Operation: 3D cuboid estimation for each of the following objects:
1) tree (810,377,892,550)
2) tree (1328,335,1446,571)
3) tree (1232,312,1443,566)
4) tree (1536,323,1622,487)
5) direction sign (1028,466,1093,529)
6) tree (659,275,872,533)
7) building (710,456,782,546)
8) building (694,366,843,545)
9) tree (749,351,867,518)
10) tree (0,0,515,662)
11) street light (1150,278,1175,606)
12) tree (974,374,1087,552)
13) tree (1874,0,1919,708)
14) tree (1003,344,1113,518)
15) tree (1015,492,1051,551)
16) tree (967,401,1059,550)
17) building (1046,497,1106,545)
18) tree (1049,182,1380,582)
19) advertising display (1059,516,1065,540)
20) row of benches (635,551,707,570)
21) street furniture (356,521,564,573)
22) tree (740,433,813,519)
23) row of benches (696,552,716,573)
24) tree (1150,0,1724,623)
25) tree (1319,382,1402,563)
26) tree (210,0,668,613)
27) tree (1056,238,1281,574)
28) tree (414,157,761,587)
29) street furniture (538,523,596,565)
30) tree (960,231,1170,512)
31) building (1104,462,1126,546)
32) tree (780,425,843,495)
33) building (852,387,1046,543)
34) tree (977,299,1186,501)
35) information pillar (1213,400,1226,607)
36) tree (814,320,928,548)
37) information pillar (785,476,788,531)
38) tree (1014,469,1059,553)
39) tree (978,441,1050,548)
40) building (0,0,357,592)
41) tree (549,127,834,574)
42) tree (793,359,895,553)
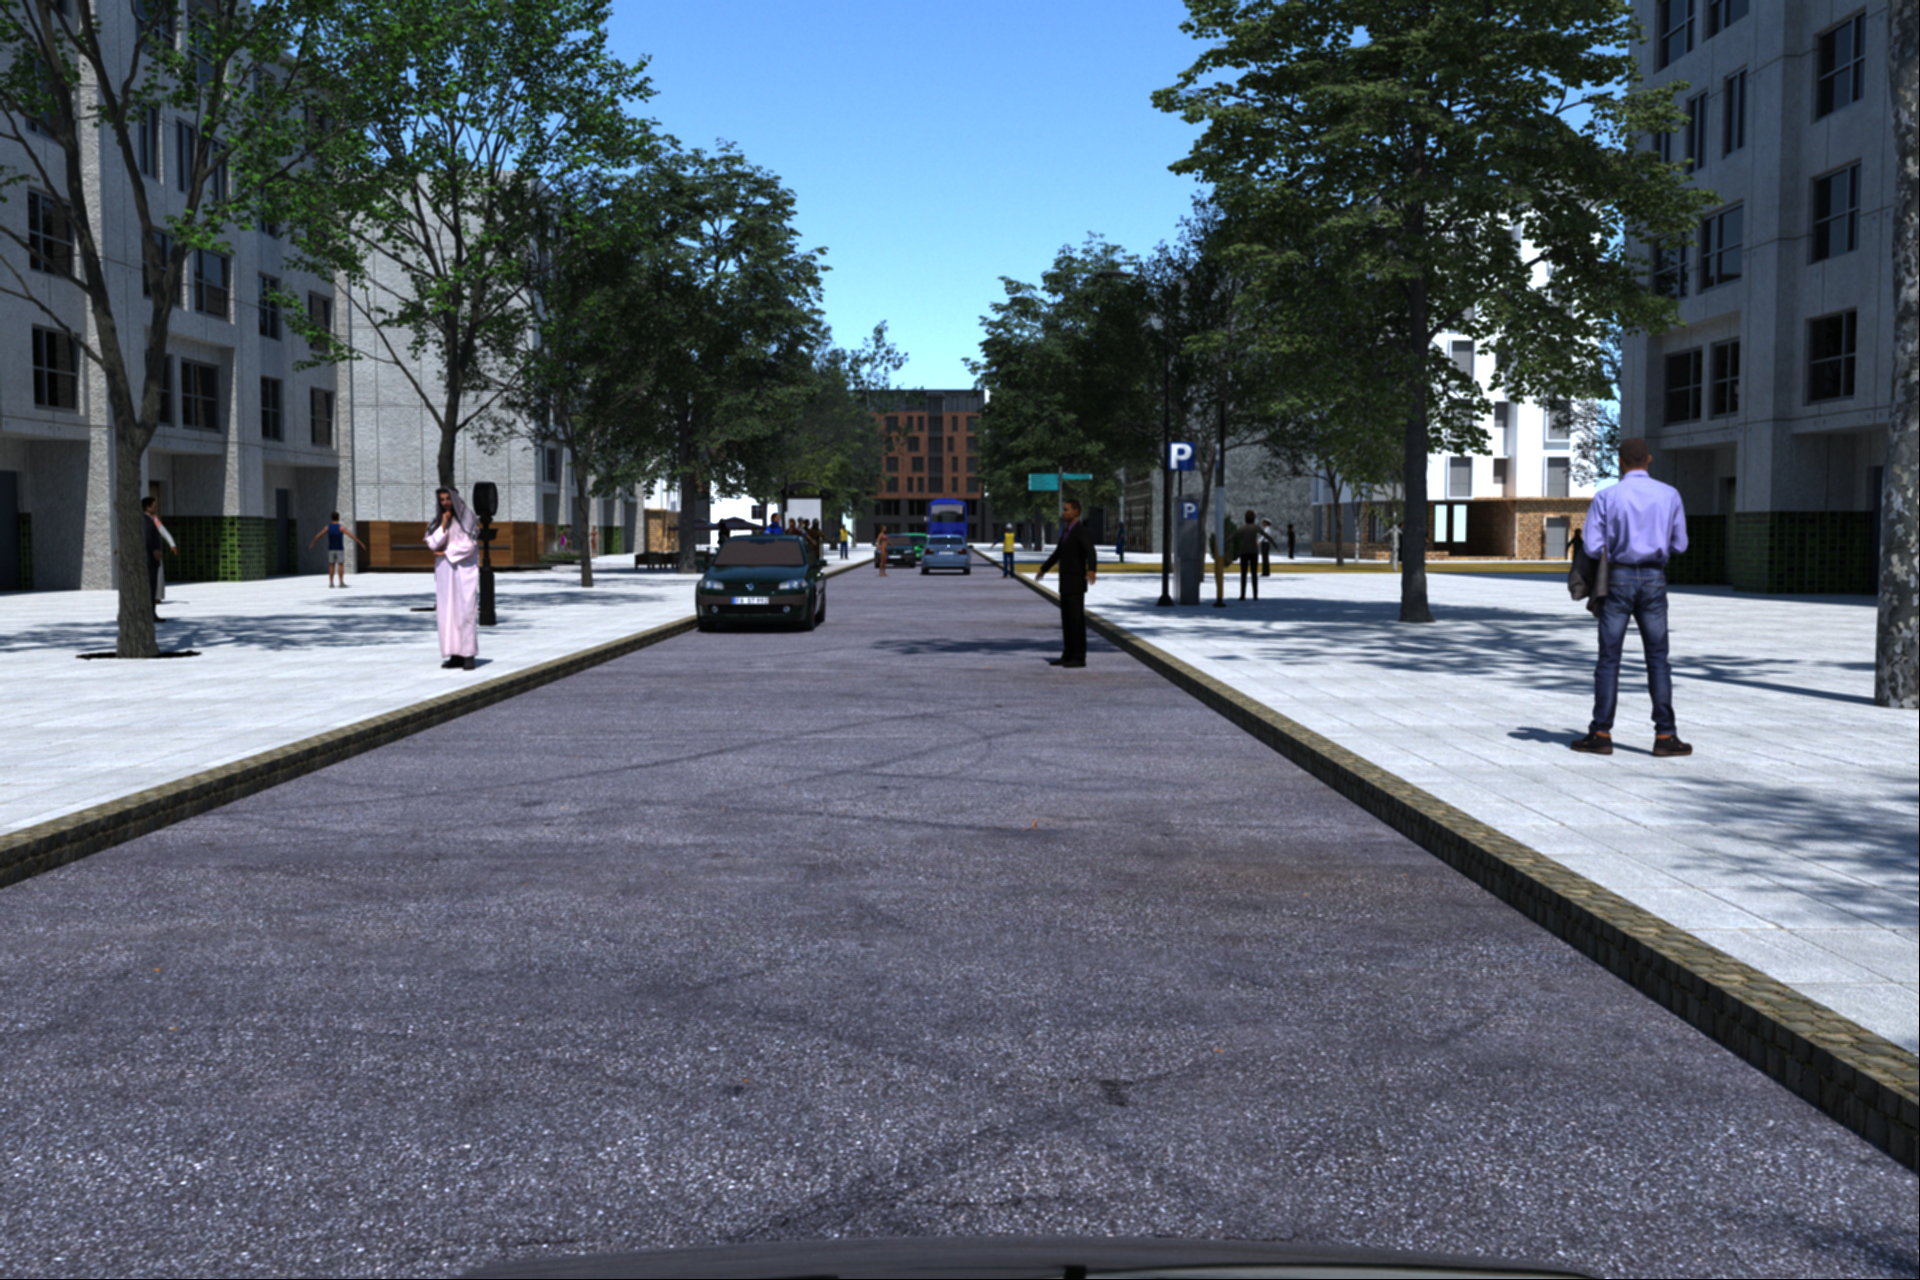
[{"bbox_3d":[-9.841,-13.997,135.506,9.857,13.997,8.962,0,3,0],"label":"tree"},{"bbox_3d":[15.484,-6.738,60.529,4.360,8.622,3.978,0,3,0],"label":"tree"},{"bbox_3d":[15.101,-8.228,68.941,8.767,10.594,7.601,-1,4,-10],"label":"tree"},{"bbox_3d":[28.243,-8.337,70.727,8.767,10.594,7.601,0,4,-6],"label":"tree"},{"bbox_3d":[3.967,-4.831,67.755,2.525,3.948,1.411,0,4,-1],"label":"direction sign"},{"bbox_3d":[-9.166,-10.388,80.219,12.009,13.543,11.850,0,3,0],"label":"tree"},{"bbox_3d":[-23.564,-15.404,193.998,9.099,9.664,28.070,0,4,0],"label":"building"},{"bbox_3d":[-29.910,-23.259,224.265,27.936,21.610,32.646,0,4,-1],"label":"building"},{"bbox_3d":[-9.640,-11.540,106.813,7.486,12.596,7.792,0,3,0],"label":"tree"},{"bbox_3d":[-8.571,-5.632,17.842,9.928,11.665,9.643,0,3,0],"label":"tree"},{"bbox_3d":[4.198,-3.555,30.660,1.470,5.913,1.316,0,3,0],"label":"street light"},{"bbox_3d":[5.720,-13.400,125.738,9.857,13.997,8.962,0,3,0],"label":"tree"},{"bbox_3d":[6.035,-9.498,11.185,12.611,20.169,13.585,0,3,0],"label":"tree"},{"bbox_3d":[6.201,-11.297,102.841,7.486,12.596,7.792,0,3,0],"label":"tree"},{"bbox_3d":[5.475,-11.238,134.099,4.737,8.622,4.395,0,3,0],"label":"tree"},{"bbox_3d":[5.549,-14.379,141.748,9.857,13.997,8.962,0,3,0],"label":"tree"},{"bbox_3d":[24.797,-23.080,221.334,27.936,21.610,32.646,0,4,0],"label":"building"},{"bbox_3d":[6.439,-6.789,45.410,8.767,10.594,7.601,-1,4,-19],"label":"tree"},{"bbox_3d":[3.744,-3.573,63.627,0.123,1.923,0.974,0,4,-1],"label":"advertising display"},{"bbox_3d":[-10.558,-2.957,63.803,1.422,0.672,4.104,2,4,27],"label":"row of benches"},{"bbox_3d":[-18.577,-3.340,61.463,11.010,1.723,9.812,1,4,13],"label":"street furniture"},{"bbox_3d":[-9.218,-8.703,92.662,4.360,8.622,3.978,0,3,0],"label":"tree"},{"bbox_3d":[-8.429,-2.615,58.213,1.422,0.672,4.104,-2,4,-27],"label":"row of benches"},{"bbox_3d":[6.564,-6.505,24.487,7.486,12.596,7.792,0,3,0],"label":"tree"},{"bbox_3d":[17.626,-7.707,76.372,4.737,8.622,4.395,0,3,0],"label":"tree"},{"bbox_3d":[-8.410,-6.284,28.500,9.928,11.665,9.643,0,3,0],"label":"tree"},{"bbox_3d":[6.525,-7.420,55.734,8.767,10.594,7.601,3,5,42],"label":"tree"},{"bbox_3d":[-9.055,-6.573,41.884,8.767,10.594,7.601,-1,4,-12],"label":"tree"},{"bbox_3d":[-18.870,-4.074,73.462,11.010,1.723,9.812,0,4,-7],"label":"street furniture"},{"bbox_3d":[4.742,-10.278,74.702,9.857,13.997,8.962,0,3,0],"label":"tree"},{"bbox_3d":[25.962,-21.982,190.341,19.493,23.208,18.063,0,4,0],"label":"building"},{"bbox_3d":[-8.919,-9.066,98.586,4.737,8.622,4.395,0,3,0],"label":"tree"},{"bbox_3d":[1.161,-24.892,253.412,32.646,21.610,27.936,0,4,0],"label":"building"},{"bbox_3d":[5.883,-10.850,87.774,12.009,13.543,11.850,0,3,0],"label":"tree"},{"bbox_3d":[4.571,-2.393,30.486,0.183,3.616,0.504,0,4,-1],"label":"information pillar"},{"bbox_3d":[-9.063,-18.248,154.239,12.611,20.169,13.585,0,3,0],"label":"tree"},{"bbox_3d":[-6.481,-4.490,64.765,0.183,3.616,0.504,0,4,0],"label":"information pillar"},{"bbox_3d":[5.479,-10.087,115.287,4.737,8.622,4.395,0,3,0],"label":"tree"},{"bbox_3d":[6.112,-15.354,157.697,9.857,13.997,8.962,0,3,0],"label":"tree"},{"bbox_3d":[-27.712,-10.566,39.220,16.747,18.905,31.486,0,3,0],"label":"building"},{"bbox_3d":[-8.690,-9.105,55.528,9.857,13.997,8.962,0,3,0],"label":"tree"},{"bbox_3d":[-9.709,-12.854,120.539,12.009,13.543,11.850,0,3,0],"label":"tree"}]
